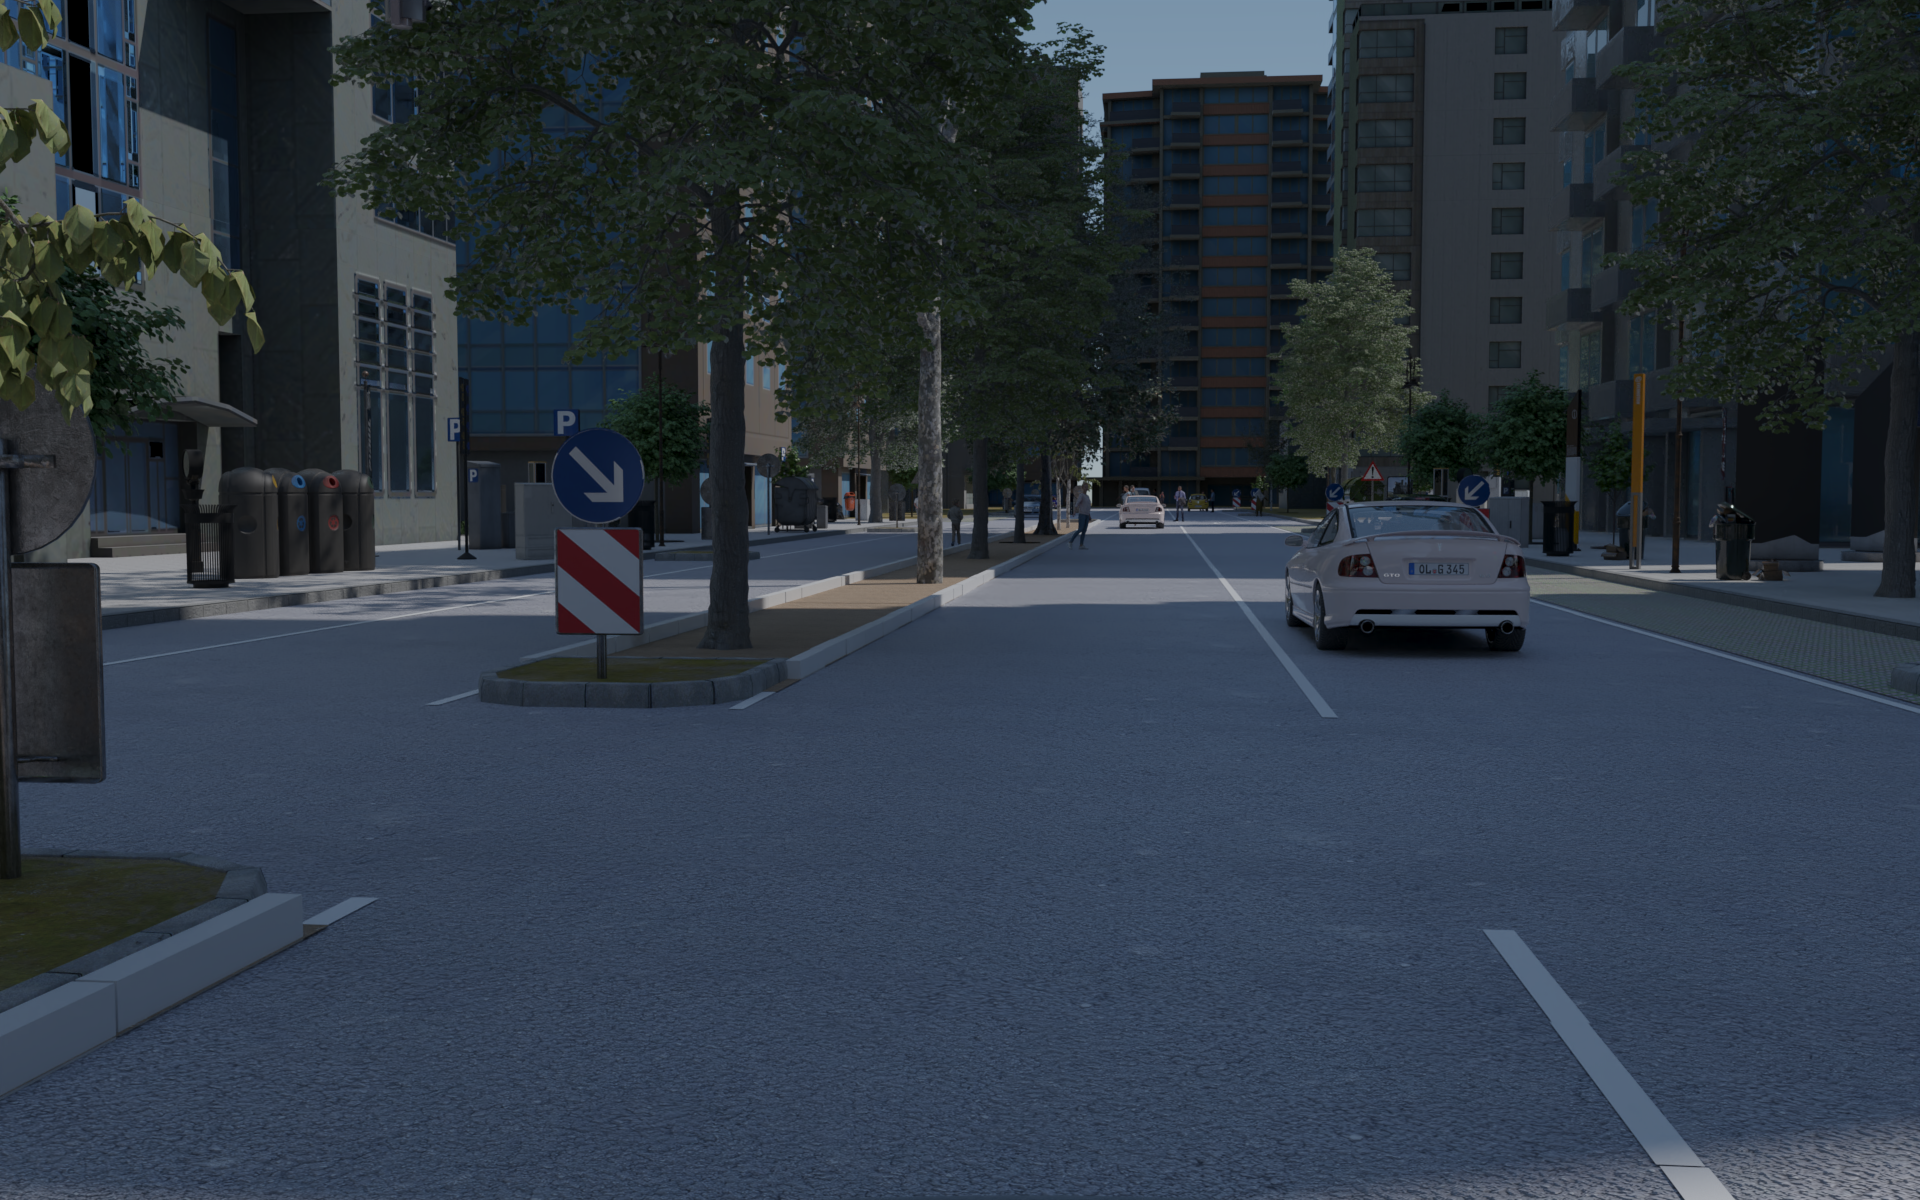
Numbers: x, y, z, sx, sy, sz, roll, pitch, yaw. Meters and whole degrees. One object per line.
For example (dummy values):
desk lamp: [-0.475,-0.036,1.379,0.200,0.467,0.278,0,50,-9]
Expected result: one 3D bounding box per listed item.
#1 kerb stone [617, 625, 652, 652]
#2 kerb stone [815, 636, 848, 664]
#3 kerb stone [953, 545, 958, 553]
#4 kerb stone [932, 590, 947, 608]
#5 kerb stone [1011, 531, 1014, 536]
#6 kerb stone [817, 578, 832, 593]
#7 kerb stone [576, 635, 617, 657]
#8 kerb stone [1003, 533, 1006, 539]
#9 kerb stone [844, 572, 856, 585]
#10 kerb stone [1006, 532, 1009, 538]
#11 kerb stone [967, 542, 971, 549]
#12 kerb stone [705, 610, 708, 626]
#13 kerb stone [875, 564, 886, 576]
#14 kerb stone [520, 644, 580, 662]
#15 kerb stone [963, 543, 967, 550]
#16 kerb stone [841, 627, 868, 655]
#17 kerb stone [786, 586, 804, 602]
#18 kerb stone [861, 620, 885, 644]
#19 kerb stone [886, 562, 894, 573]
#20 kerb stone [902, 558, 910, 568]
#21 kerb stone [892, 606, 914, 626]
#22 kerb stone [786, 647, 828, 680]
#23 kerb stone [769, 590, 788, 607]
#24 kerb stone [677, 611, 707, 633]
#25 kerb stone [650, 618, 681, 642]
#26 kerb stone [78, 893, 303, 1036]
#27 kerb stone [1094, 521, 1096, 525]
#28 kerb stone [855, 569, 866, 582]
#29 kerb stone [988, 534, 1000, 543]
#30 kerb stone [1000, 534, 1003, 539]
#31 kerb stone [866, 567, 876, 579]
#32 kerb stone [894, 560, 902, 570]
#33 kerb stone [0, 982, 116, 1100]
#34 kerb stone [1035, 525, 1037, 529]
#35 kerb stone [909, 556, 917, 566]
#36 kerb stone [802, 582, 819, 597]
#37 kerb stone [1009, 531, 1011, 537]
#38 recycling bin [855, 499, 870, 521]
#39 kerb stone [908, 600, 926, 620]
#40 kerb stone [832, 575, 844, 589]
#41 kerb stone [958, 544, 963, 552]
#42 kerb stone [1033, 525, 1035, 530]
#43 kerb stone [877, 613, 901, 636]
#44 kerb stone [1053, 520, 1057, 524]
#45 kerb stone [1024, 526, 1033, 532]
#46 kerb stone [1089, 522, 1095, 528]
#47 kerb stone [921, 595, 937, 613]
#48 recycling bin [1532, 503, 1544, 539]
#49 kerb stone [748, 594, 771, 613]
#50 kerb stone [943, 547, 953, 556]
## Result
kerb stone: [-3.094,0.373,16.094,0.120,0.150,1.000,0,4,6]
kerb stone: [-1.128,0.449,14.849,0.120,0.150,1.000,0,4,6]
kerb stone: [-0.223,-1.184,41.556,0.120,0.150,1.000,0,4,6]
kerb stone: [-0.313,0.013,21.978,0.120,0.150,1.000,0,4,6]
kerb stone: [1.610,-2.179,57.868,0.120,0.150,1.000,0,4,6]
kerb stone: [-2.059,-0.187,25.260,0.120,0.150,1.000,0,4,6]
kerb stone: [-3.216,0.437,15.066,0.120,0.150,1.000,0,4,6]
kerb stone: [1.274,-1.995,54.809,0.120,0.150,1.000,0,4,6]
kerb stone: [-1.828,-0.312,27.294,0.120,0.150,1.000,0,4,6]
kerb stone: [1.386,-2.050,55.836,0.120,0.150,1.000,0,4,6]
kerb stone: [0.114,-1.371,44.604,0.120,0.150,1.000,0,4,6]
kerb stone: [-2.744,0.186,19.152,0.120,0.150,1.000,0,4,6]
kerb stone: [-1.484,-0.496,30.347,0.120,0.150,1.000,0,4,6]
kerb stone: [-3.328,0.498,14.049,0.120,0.150,1.000,0,4,6]
kerb stone: [0.004,-1.308,43.587,0.120,0.150,1.000,0,4,6]
kerb stone: [-1.007,0.389,15.864,0.120,0.150,1.000,0,4,6]
kerb stone: [-2.286,-0.063,23.228,0.120,0.150,1.000,0,4,6]
kerb stone: [-0.892,0.327,16.881,0.120,0.150,1.000,0,4,6]
kerb stone: [-1.368,-0.561,31.369,0.120,0.150,1.000,0,4,6]
kerb stone: [-1.136,-0.686,33.417,0.120,0.150,1.000,0,4,6]
kerb stone: [-0.664,0.201,18.932,0.120,0.150,1.000,0,4,6]
kerb stone: [-1.230,0.512,13.831,0.120,0.150,1.000,0,4,6]
kerb stone: [-2.408,-0.001,22.214,0.120,0.150,1.000,0,4,6]
kerb stone: [-2.862,0.248,18.134,0.120,0.150,1.000,0,4,6]
kerb stone: [-2.979,0.311,17.118,0.120,0.150,1.000,0,4,6]
kerb stone: [-2.227,1.049,5.075,0.120,0.150,1.000,0,4,6]
kerb stone: [5.758,-3.286,75.916,0.120,0.150,1.000,0,4,6]
kerb stone: [-1.715,-0.374,28.315,0.120,0.150,1.000,0,4,6]
kerb stone: [1.040,-1.870,52.777,0.120,0.150,1.000,0,4,6]
kerb stone: [1.154,-1.933,53.793,0.120,0.150,1.000,0,4,6]
kerb stone: [-1.601,-0.436,29.331,0.120,0.150,1.000,0,4,6]
kerb stone: [-1.263,-0.620,32.398,0.120,0.150,1.000,0,4,6]
kerb stone: [-2.333,1.109,4.058,0.120,0.150,1.000,0,4,6]
kerb stone: [2.878,-2.867,69.078,0.120,0.150,1.000,0,4,6]
kerb stone: [-1.026,-0.747,34.434,0.120,0.150,1.000,0,4,6]
kerb stone: [-2.168,-0.125,24.244,0.120,0.150,1.000,0,4,6]
kerb stone: [1.505,-2.120,56.851,0.120,0.150,1.000,0,4,6]
recycling bin: [-4.572,-4.342,83.551,0.722,1.027,0.722,2,4,33]
kerb stone: [-0.541,0.138,19.947,0.120,0.150,1.000,0,4,6]
kerb stone: [-1.949,-0.250,26.277,0.120,0.150,1.000,0,4,6]
kerb stone: [-0.108,-1.244,42.571,0.120,0.150,1.000,0,4,6]
kerb stone: [2.769,-2.805,68.059,0.120,0.150,1.000,0,4,6]
kerb stone: [-0.771,0.266,17.907,0.120,0.150,1.000,0,4,6]
kerb stone: [4.825,-3.924,86.378,0.120,0.150,1.000,0,4,6]
kerb stone: [2.648,-2.743,67.042,0.120,0.150,1.000,0,4,6]
kerb stone: [5.645,-3.224,74.900,0.120,0.150,1.000,0,4,6]
kerb stone: [-0.432,0.075,20.963,0.120,0.150,1.000,0,4,6]
recycling bin: [16.214,-2.258,49.478,0.722,1.027,0.722,-3,5,-43]
kerb stone: [-2.520,0.063,21.197,0.120,0.150,1.000,0,4,6]
kerb stone: [-0.341,-1.120,40.540,0.120,0.150,1.000,0,4,6]
